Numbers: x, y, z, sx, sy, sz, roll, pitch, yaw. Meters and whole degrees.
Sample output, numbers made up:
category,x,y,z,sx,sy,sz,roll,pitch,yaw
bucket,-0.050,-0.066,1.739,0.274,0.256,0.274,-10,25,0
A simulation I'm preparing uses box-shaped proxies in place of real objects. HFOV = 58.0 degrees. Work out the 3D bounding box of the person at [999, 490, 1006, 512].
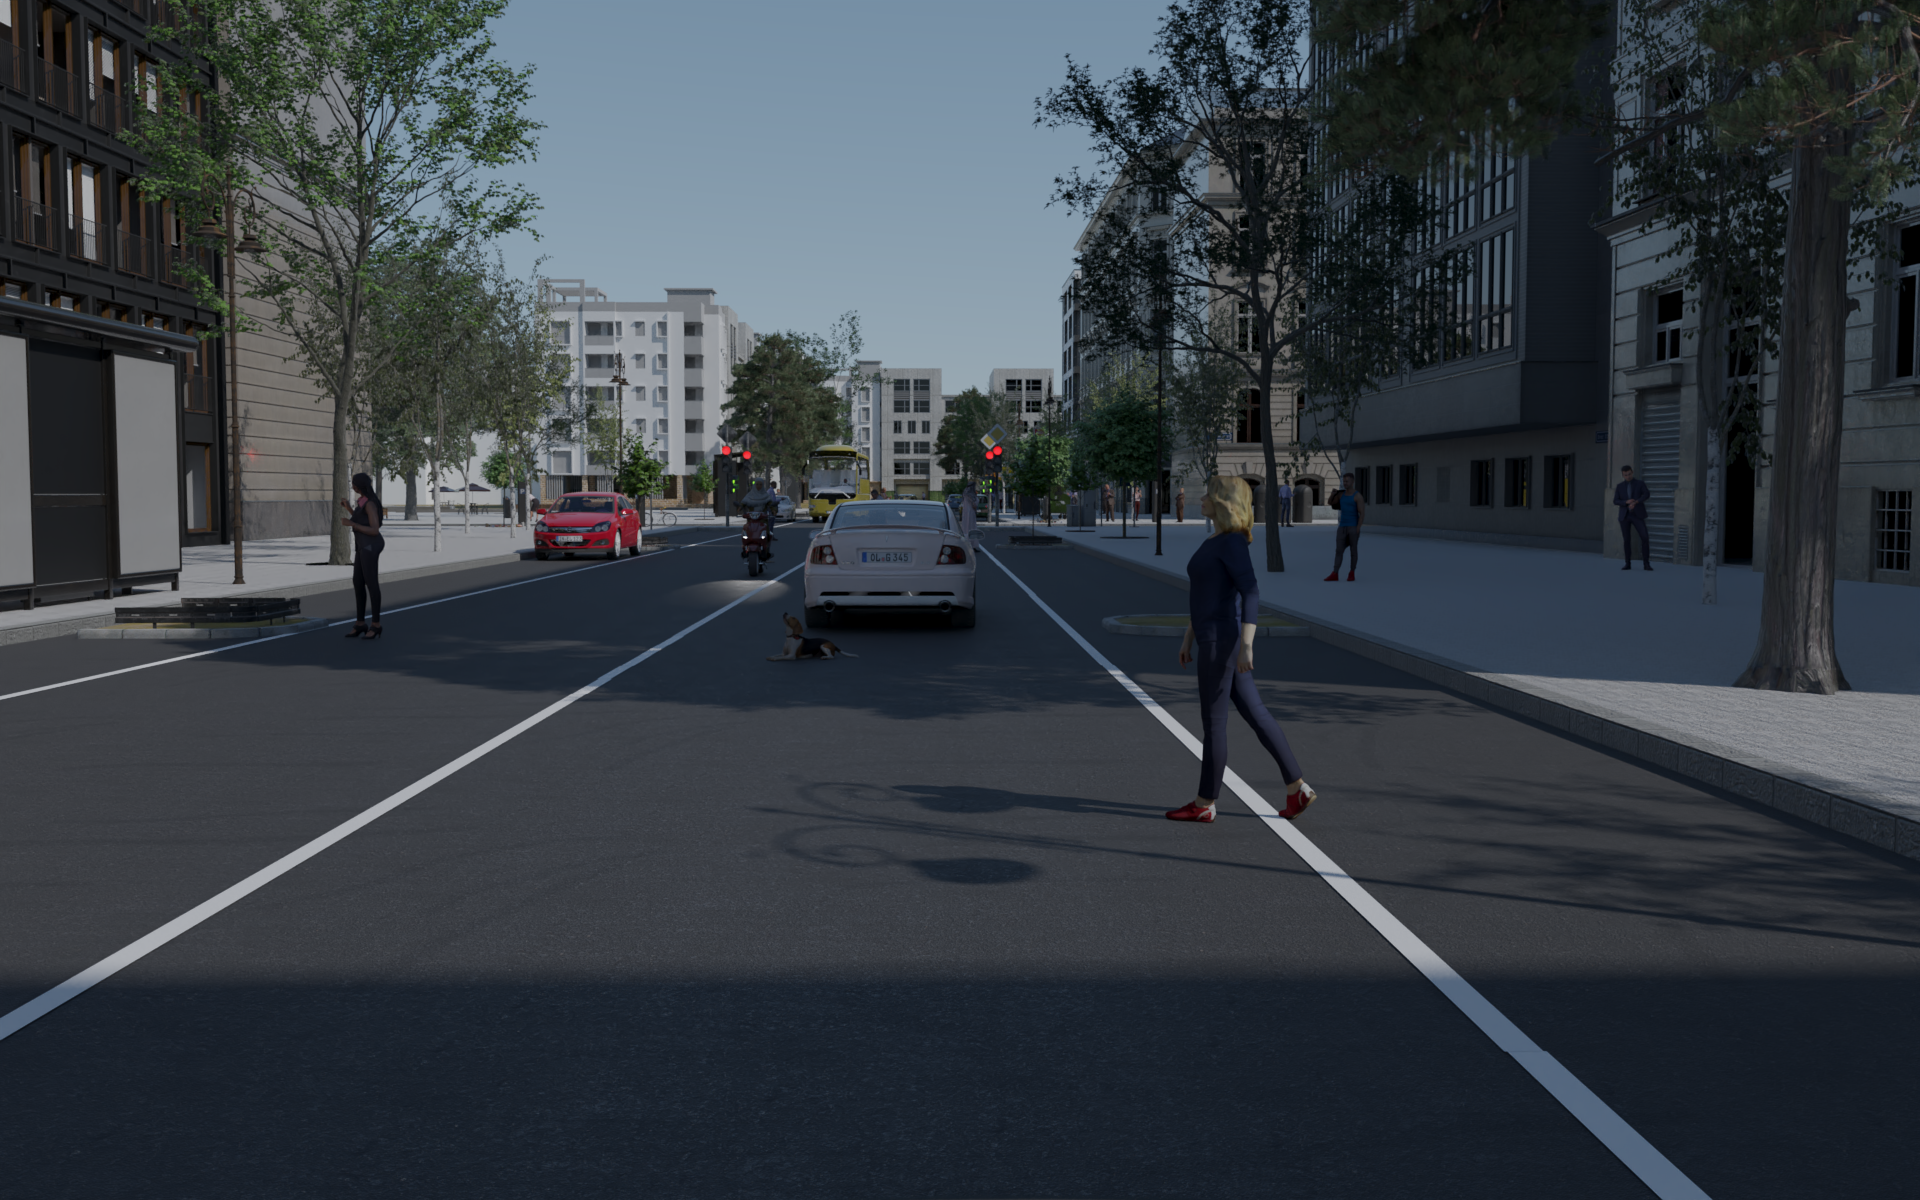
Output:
category,x,y,z,sx,sy,sz,roll,pitch,yaw
person,2.966,-6.966,121.401,0.566,1.644,0.517,-2,4,-30

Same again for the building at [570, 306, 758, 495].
category,x,y,z,sx,sy,sz,roll,pitch,yaw
building,-30.399,-19.068,178.224,16.747,18.905,31.486,0,4,-1

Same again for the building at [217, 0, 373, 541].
category,x,y,z,sx,sy,sz,roll,pitch,yaw
building,-31.736,-15.570,51.840,25.104,27.353,12.463,0,4,-1

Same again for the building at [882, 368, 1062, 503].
category,x,y,z,sx,sy,sz,roll,pitch,yaw
building,4.570,-23.581,252.003,31.486,18.905,16.747,0,4,-1

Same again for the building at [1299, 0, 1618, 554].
category,x,y,z,sx,sy,sz,roll,pitch,yaw
building,18.873,-15.528,47.386,14.314,27.812,24.014,0,4,-1

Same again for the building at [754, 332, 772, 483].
category,x,y,z,sx,sy,sz,roll,pitch,yaw
building,-29.996,-21.032,200.296,16.016,20.091,11.380,0,4,-1

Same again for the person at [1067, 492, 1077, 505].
category,x,y,z,sx,sy,sz,roll,pitch,yaw
person,5.155,-4.477,79.107,0.709,1.838,0.599,3,4,36

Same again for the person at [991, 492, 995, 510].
category,x,y,z,sx,sy,sz,roll,pitch,yaw
person,2.822,-8.051,137.539,0.709,1.838,0.599,-2,4,-33

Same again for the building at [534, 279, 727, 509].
category,x,y,z,sx,sy,sz,roll,pitch,yaw
building,-29.154,-18.373,156.815,16.016,20.091,11.380,0,4,-1

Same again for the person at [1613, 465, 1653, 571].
category,x,y,z,sx,sy,sz,roll,pitch,yaw
person,11.320,-1.384,29.116,0.683,1.767,0.568,2,4,29

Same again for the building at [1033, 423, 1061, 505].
category,x,y,z,sx,sy,sz,roll,pitch,yaw
building,13.953,-16.075,204.980,9.099,9.664,28.070,0,4,-1

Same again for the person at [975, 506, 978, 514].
category,x,y,z,sx,sy,sz,roll,pitch,yaw
person,0.460,-3.219,63.340,0.429,1.552,0.499,1,4,23

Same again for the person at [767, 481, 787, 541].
category,x,y,z,sx,sy,sz,roll,pitch,yaw
person,-5.653,-2.748,53.301,0.599,1.838,0.709,-1,4,-22

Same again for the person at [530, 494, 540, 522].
category,x,y,z,sx,sy,sz,roll,pitch,yaw
person,-19.704,-4.296,79.470,0.799,1.438,0.628,-1,4,-17

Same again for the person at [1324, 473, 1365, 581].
category,x,y,z,sx,sy,sz,roll,pitch,yaw
person,5.657,-1.079,25.561,0.647,1.594,0.662,3,4,38

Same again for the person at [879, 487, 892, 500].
category,x,y,z,sx,sy,sz,roll,pitch,yaw
person,-3.436,-4.307,79.612,0.600,1.739,0.565,0,4,-2

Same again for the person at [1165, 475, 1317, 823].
category,x,y,z,sx,sy,sz,roll,pitch,yaw
person,1.229,0.212,7.576,0.613,1.512,0.480,-1,4,-14

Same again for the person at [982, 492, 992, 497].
category,x,y,z,sx,sy,sz,roll,pitch,yaw
person,2.418,-9.697,164.216,1.348,1.869,0.705,1,4,14

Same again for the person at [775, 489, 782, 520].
category,x,y,z,sx,sy,sz,roll,pitch,yaw
person,-10.254,-5.374,97.046,0.600,1.739,0.565,0,4,5

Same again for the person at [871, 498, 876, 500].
category,x,y,z,sx,sy,sz,roll,pitch,yaw
person,-2.959,-3.106,61.498,0.499,1.552,0.429,3,5,44

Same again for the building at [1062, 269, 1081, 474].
category,x,y,z,sx,sy,sz,roll,pitch,yaw
building,23.945,-20.183,173.969,27.936,21.610,32.646,0,4,-1

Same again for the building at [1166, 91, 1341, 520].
category,x,y,z,sx,sy,sz,roll,pitch,yaw
building,28.955,-16.607,90.601,34.723,24.649,14.460,0,4,-1

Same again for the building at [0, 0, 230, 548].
category,x,y,z,sx,sy,sz,roll,pitch,yaw
building,-24.460,-12.566,35.130,12.332,23.373,15.834,0,4,-1

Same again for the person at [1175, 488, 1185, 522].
category,x,y,z,sx,sy,sz,roll,pitch,yaw
person,9.935,-4.271,78.142,0.388,1.546,0.482,-2,4,-24

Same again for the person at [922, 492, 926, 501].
category,x,y,z,sx,sy,sz,roll,pitch,yaw
person,-4.373,-12.028,206.090,0.436,1.711,0.756,3,5,39

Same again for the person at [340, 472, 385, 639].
category,x,y,z,sx,sy,sz,roll,pitch,yaw
person,-5.951,-0.439,17.150,0.593,1.643,0.415,1,4,22

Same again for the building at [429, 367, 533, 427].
category,x,y,z,sx,sy,sz,roll,pitch,yaw
building,-70.914,-23.451,249.883,31.486,18.905,16.747,0,4,-1

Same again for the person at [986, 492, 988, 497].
category,x,y,z,sx,sy,sz,roll,pitch,yaw
person,2.558,-9.208,157.513,0.530,1.710,0.541,-2,4,-32

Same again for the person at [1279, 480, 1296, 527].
category,x,y,z,sx,sy,sz,roll,pitch,yaw
person,12.742,-3.747,67.175,0.599,1.838,0.709,-3,4,-37

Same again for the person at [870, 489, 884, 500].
category,x,y,z,sx,sy,sz,roll,pitch,yaw
person,-2.174,-2.144,45.761,0.590,1.554,0.614,0,4,4

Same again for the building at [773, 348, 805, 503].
category,x,y,z,sx,sy,sz,roll,pitch,yaw
building,-38.967,-25.190,255.838,32.646,21.610,27.936,0,4,-1

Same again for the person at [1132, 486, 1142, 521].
category,x,y,z,sx,sy,sz,roll,pitch,yaw
person,8.476,-4.616,82.978,0.517,1.644,0.566,2,4,25

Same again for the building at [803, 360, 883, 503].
category,x,y,z,sx,sy,sz,roll,pitch,yaw
building,-16.854,-24.152,251.304,11.380,20.091,16.016,0,4,-1

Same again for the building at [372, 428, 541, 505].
category,x,y,z,sx,sy,sz,roll,pitch,yaw
building,-64.967,-16.667,214.654,28.070,9.664,9.099,0,4,-1

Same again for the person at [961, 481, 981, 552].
category,x,y,z,sx,sy,sz,roll,pitch,yaw
person,0.268,-2.023,42.252,0.621,1.740,0.551,-1,4,-19

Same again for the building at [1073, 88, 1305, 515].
category,x,y,z,sx,sy,sz,roll,pitch,yaw
building,18.739,-21.525,128.354,17.030,29.872,44.131,0,4,-1

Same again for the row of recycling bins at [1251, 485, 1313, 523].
category,x,y,z,sx,sy,sz,roll,pitch,yaw
row of recycling bins,13.869,-4.260,76.760,3.534,1.692,1.069,0,4,-4

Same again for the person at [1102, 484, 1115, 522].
category,x,y,z,sx,sy,sz,roll,pitch,yaw
person,6.918,-4.512,80.505,0.565,1.739,0.600,0,4,-7

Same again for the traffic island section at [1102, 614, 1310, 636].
category,x,y,z,sx,sy,sz,roll,pitch,yaw
traffic island section,2.536,0.272,18.425,1.991,0.108,1.994,0,4,-1

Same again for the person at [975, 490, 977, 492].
category,x,y,z,sx,sy,sz,roll,pitch,yaw
person,2.078,-13.386,224.835,0.705,1.831,1.348,0,4,3

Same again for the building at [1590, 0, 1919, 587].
category,x,y,z,sx,sy,sz,roll,pitch,yaw
building,20.526,-11.431,20.174,16.112,22.955,30.059,0,4,-1

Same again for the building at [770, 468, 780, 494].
category,x,y,z,sx,sy,sz,roll,pitch,yaw
building,-36.435,-16.680,214.870,28.070,9.664,9.099,0,4,-1
